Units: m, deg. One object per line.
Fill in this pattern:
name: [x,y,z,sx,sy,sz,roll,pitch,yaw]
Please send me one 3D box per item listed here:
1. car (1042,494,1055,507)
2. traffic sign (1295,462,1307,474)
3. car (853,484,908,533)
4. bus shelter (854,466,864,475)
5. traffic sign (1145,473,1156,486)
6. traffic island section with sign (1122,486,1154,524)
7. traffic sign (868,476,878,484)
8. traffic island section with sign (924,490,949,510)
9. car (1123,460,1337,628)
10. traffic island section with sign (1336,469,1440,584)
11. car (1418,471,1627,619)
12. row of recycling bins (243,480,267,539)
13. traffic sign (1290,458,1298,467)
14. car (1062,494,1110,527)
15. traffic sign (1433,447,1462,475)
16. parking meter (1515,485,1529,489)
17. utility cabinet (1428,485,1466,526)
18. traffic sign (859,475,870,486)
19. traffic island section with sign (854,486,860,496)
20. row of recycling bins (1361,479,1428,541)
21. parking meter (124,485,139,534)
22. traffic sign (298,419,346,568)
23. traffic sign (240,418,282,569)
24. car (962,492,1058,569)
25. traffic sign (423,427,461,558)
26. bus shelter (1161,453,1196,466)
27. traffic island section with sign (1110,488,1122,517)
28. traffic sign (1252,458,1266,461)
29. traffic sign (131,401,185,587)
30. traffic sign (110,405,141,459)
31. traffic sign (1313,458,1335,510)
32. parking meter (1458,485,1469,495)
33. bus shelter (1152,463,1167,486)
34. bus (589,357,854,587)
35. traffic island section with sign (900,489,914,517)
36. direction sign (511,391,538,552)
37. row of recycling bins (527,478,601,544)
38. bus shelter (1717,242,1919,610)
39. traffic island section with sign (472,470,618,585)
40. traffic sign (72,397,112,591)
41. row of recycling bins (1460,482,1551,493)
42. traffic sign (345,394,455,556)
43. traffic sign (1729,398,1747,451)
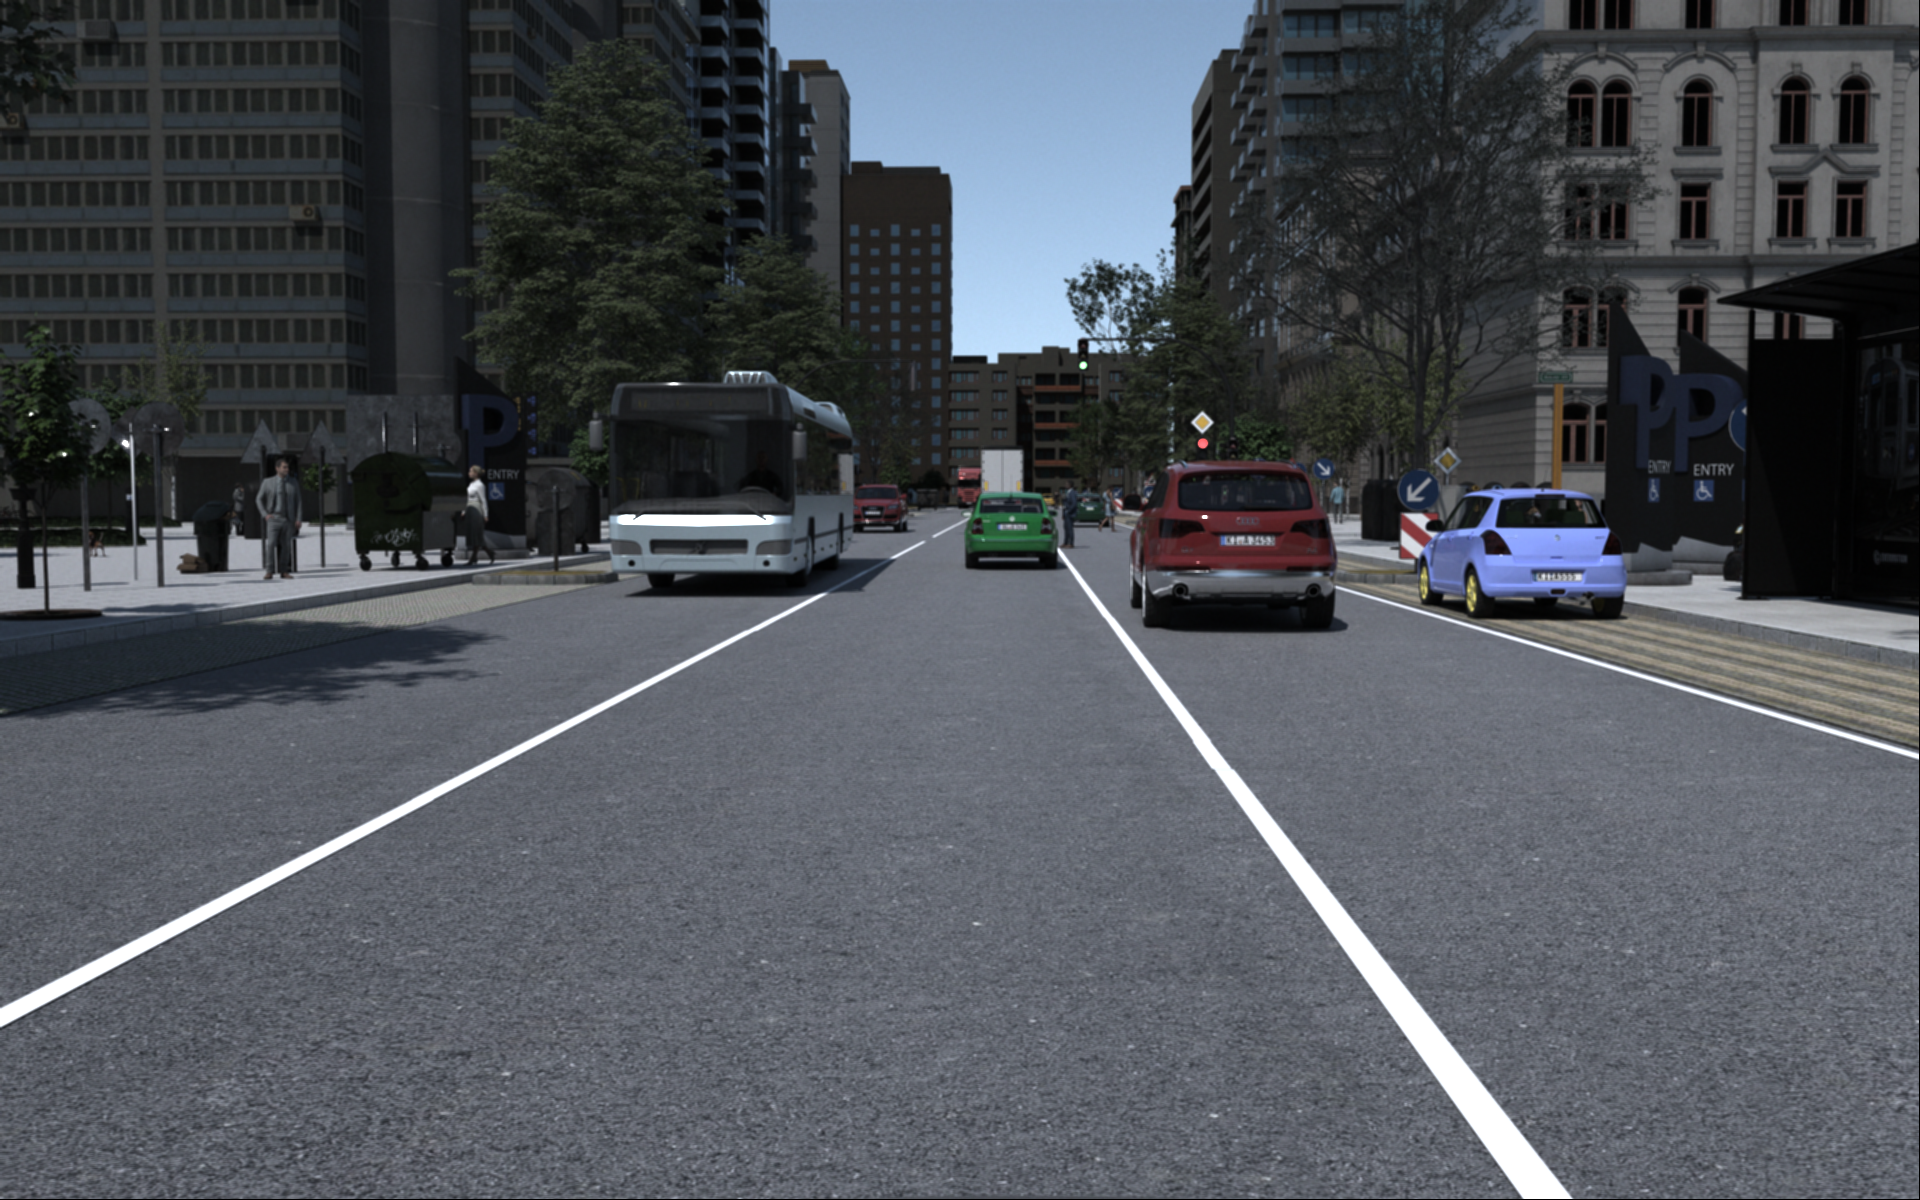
car: [9.931,-11.482,197.953,2.015,1.641,3.980,0,4,0]
traffic sign: [13.464,-4.229,69.256,0.768,2.556,0.104,0,4,5]
car: [-3.105,-3.499,65.885,2.281,1.827,5.304,0,4,2]
bus shelter: [-7.936,-7.778,121.087,2.014,3.302,5.546,0,4,2]
traffic sign: [11.603,-6.399,104.634,0.884,2.594,0.081,0,4,3]
traffic island section with sign: [8.987,-4.558,83.150,1.989,1.847,2.006,0,4,2]
traffic sign: [-6.177,-7.476,122.340,0.768,2.556,0.104,0,4,5]
traffic island section with sign: [-2.301,-9.305,160.769,1.989,1.847,2.006,0,4,2]
car: [3.064,-0.701,20.127,2.281,1.827,5.304,0,4,3]
traffic island section with sign: [7.207,-1.203,28.301,1.989,1.847,2.006,0,4,2]
car: [6.735,-0.703,21.084,1.945,1.707,3.694,0,4,2]
row of recycling bins: [-20.325,-2.669,50.750,1.069,1.692,3.534,-1,4,-13]
traffic sign: [11.762,-3.759,61.458,0.884,2.594,0.081,1,4,10]
car: [5.625,-3.975,76.797,2.131,1.459,4.920,0,4,1]
traffic sign: [13.501,-2.948,47.930,0.795,2.593,0.064,0,4,4]
parking meter: [16.217,-2.544,50.008,0.372,1.533,0.369,0,3,0]
utility cabinet: [12.532,-2.195,44.574,0.318,1.500,1.173,-1,4,-21]
traffic sign: [-6.462,-7.221,118.072,0.884,2.594,0.081,0,4,6]
traffic island section with sign: [-4.822,-4.586,83.606,1.989,1.847,2.006,0,4,2]
row of recycling bins: [12.027,-2.484,47.728,1.069,1.692,3.534,-1,4,-9]
parking meter: [-24.376,-2.603,50.974,0.372,1.533,0.369,0,3,0]
traffic sign: [-11.126,-1.846,30.180,0.884,2.594,0.081,0,4,7]
traffic sign: [-11.972,-1.818,29.734,0.884,2.594,0.081,1,4,11]
car: [1.002,-1.581,34.643,1.959,1.807,4.718,0,4,1]
traffic sign: [-9.865,-2.010,32.963,0.768,2.556,0.104,0,4,5]
bus shelter: [12.832,-6.727,101.262,1.731,3.624,6.357,0,4,2]
traffic island section with sign: [9.859,-6.206,110.091,1.989,1.847,2.006,0,4,2]
traffic sign: [10.525,-3.728,61.051,0.768,2.556,0.104,0,4,5]
traffic sign: [-11.004,-1.448,23.774,0.768,2.556,0.104,0,4,4]
traffic sign: [-12.287,-1.591,25.744,0.795,2.593,0.064,0,4,2]
traffic sign: [12.896,-3.754,61.482,0.768,2.556,0.104,0,4,6]
parking meter: [14.072,-2.455,48.557,0.372,1.533,0.369,0,3,0]
bus shelter: [13.572,-7.329,113.759,2.014,3.302,5.546,0,4,2]
bus: [-3.547,-2.120,29.520,2.948,3.499,13.247,0,4,0]
traffic island section with sign: [-3.957,-6.234,110.547,1.989,1.847,2.006,0,4,2]
direction sign: [-9.633,-2.837,38.379,0.876,3.537,0.379,3,5,39]
row of recycling bins: [-10.691,-2.238,43.704,1.069,1.692,3.534,3,5,43]
bus shelter: [9.863,-1.626,17.863,1.731,3.624,6.357,0,4,2]
traffic island section with sign: [-6.634,-1.188,28.045,1.989,1.847,2.006,0,4,2]
traffic sign: [-11.540,-1.390,22.829,0.768,2.556,0.104,0,4,7]
row of recycling bins: [18.589,-3.169,58.933,3.534,1.692,1.069,0,4,1]
traffic sign: [-11.463,-2.544,35.474,2.265,3.308,0.079,0,4,4]
traffic sign: [10.268,-1.357,22.300,0.768,2.556,0.104,1,4,9]
